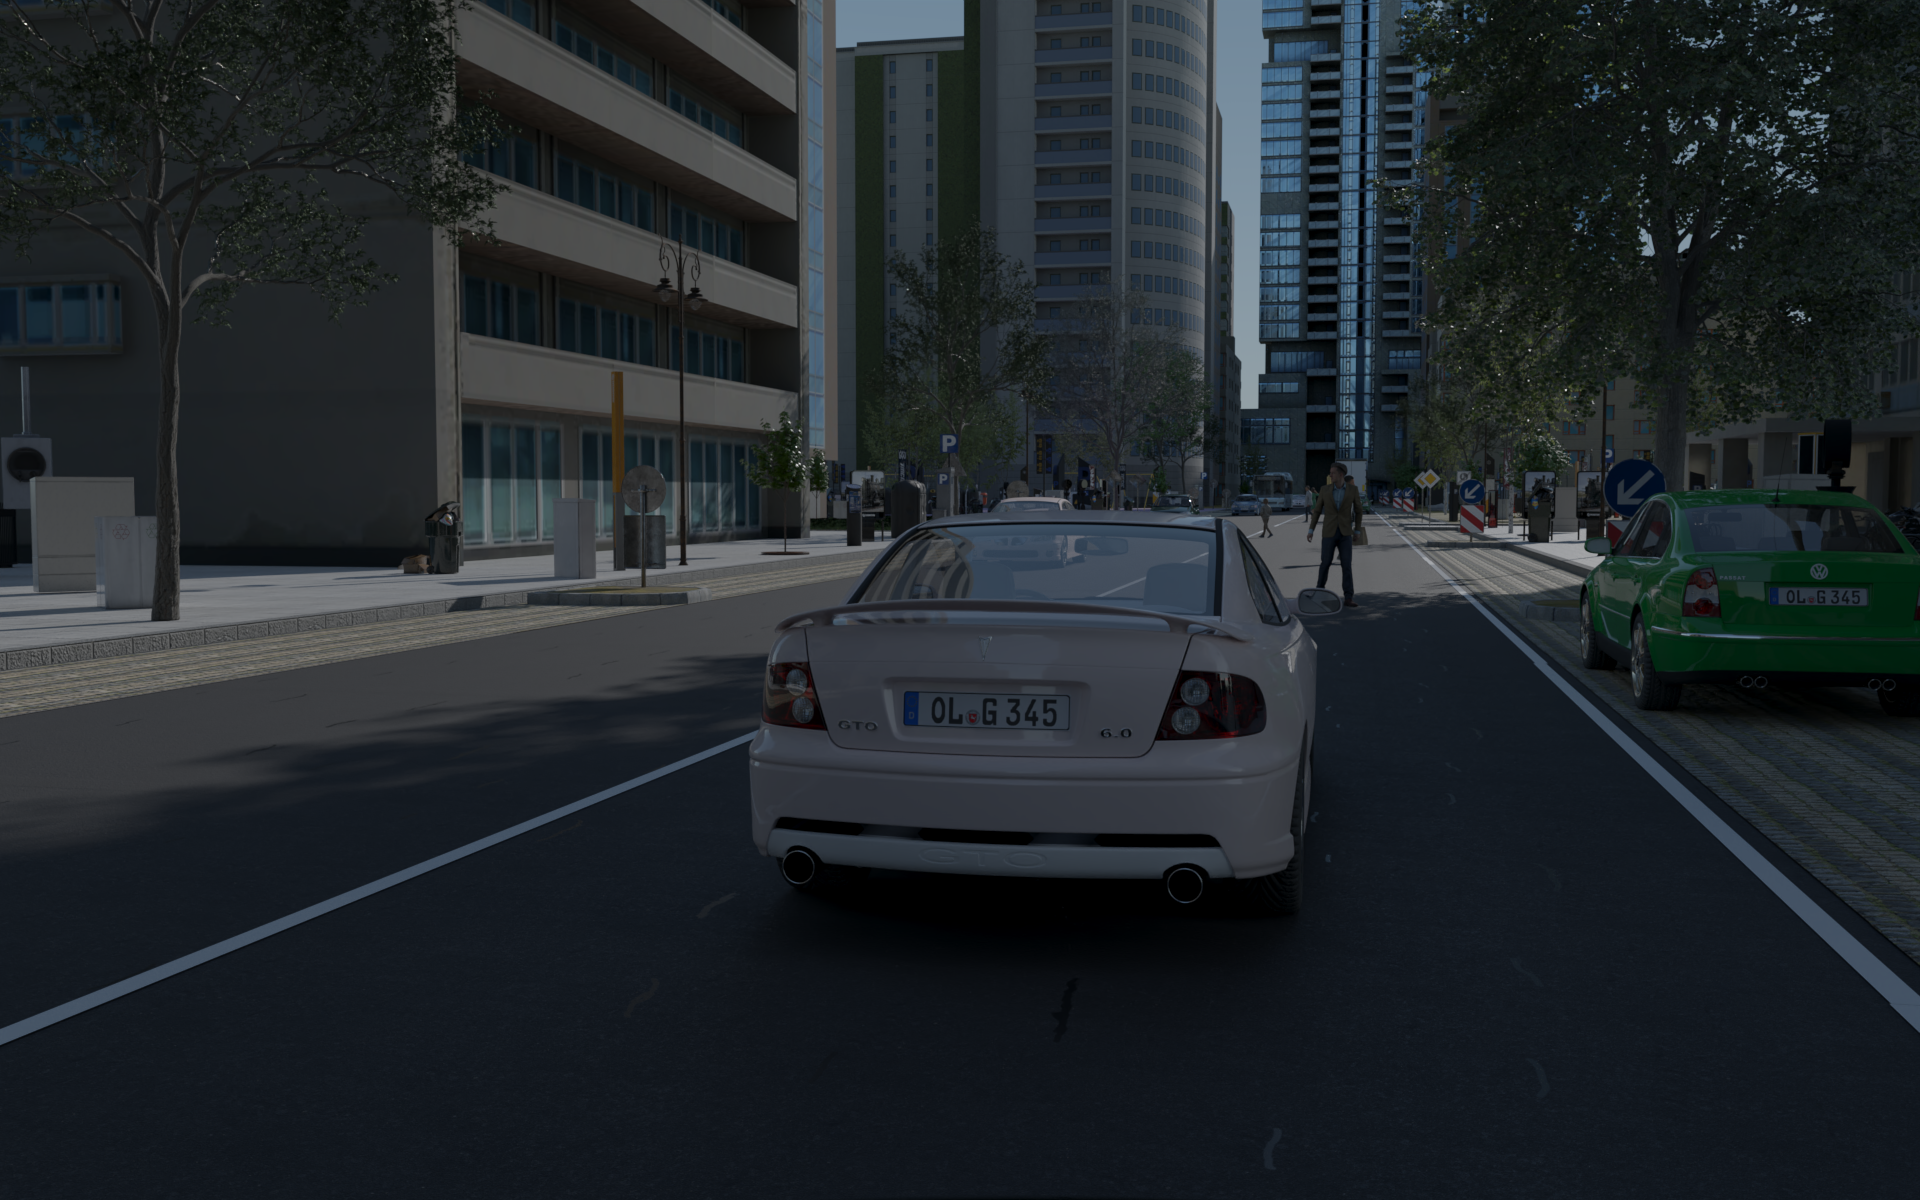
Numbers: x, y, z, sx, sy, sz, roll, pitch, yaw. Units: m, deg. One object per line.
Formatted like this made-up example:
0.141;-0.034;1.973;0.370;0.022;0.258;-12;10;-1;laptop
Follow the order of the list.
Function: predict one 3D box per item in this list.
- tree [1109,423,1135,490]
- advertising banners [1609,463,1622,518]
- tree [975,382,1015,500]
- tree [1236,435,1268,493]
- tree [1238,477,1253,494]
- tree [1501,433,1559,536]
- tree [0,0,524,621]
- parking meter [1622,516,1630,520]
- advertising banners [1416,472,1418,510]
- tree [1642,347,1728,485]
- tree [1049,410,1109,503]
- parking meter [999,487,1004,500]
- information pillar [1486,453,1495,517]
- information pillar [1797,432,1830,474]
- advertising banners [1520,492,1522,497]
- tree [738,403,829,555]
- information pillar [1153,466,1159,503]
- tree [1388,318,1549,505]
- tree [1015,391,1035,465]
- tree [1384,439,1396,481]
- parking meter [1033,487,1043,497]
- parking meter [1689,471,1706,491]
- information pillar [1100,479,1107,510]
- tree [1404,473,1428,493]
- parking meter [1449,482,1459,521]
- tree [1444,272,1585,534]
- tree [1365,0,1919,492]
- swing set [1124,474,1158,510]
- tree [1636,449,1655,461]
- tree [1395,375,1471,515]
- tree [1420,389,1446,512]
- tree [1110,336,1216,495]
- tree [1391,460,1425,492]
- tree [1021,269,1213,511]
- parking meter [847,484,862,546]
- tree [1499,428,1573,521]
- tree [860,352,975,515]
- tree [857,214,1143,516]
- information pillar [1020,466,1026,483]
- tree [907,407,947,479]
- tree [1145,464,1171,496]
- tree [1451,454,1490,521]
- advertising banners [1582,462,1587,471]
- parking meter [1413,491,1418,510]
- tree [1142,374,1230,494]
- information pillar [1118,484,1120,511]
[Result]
12.610;-12.090;148.041;4.360;8.622;3.978;0;3;0;tree
35.349;-5.929;93.128;2.074;3.025;0.090;-3;5;-40;advertising banners
0.144;-9.470;105.194;4.737;8.622;4.395;0;3;0;tree
35.550;-15.898;210.300;4.737;8.622;4.395;0;3;0;tree
33.146;-12.670;201.751;1.663;3.219;1.824;0;3;0;tree
17.588;-3.564;52.868;1.663;3.219;1.824;0;3;0;tree
-7.829;-5.083;17.521;8.767;10.594;7.601;3;5;41;tree
30.309;-4.302;78.746;0.372;1.533;0.369;0;3;0;parking meter
35.828;-8.545;135.901;0.090;3.025;2.074;1;4;19;advertising banners
35.470;-8.191;84.289;4.737;8.622;4.395;0;3;0;tree
9.111;-11.680;141.338;4.360;8.622;3.978;0;3;0;tree
3.371;-8.157;139.085;0.255;1.863;0.399;-3;5;-39;parking meter
29.778;-6.483;97.357;0.504;3.616;0.183;0;4;1;information pillar
10.265;-0.997;20.792;0.304;2.012;0.304;-1;4;-14;information pillar
37.260;-7.345;116.276;2.074;3.025;0.090;-2;4;-27;advertising banners
-3.634;-2.580;36.779;1.663;3.219;1.824;0;3;0;tree
15.950;-9.145;140.871;0.504;3.616;0.183;0;4;-4;information pillar
27.134;-9.675;92.604;8.767;10.594;7.601;1;4;17;tree
2.908;-9.976;113.475;4.737;8.622;4.395;0;3;0;tree
56.894;-16.750;224.224;4.737;8.622;4.395;0;3;0;tree
2.987;-3.545;66.376;0.372;1.533;0.369;0;3;0;parking meter
18.883;-2.364;44.364;0.399;1.863;0.255;1;4;20;parking meter
7.175;-5.021;86.587;0.304;2.012;0.304;-1;4;-13;information pillar
41.445;-9.951;157.299;1.663;3.219;1.824;0;3;0;tree
23.177;-4.621;81.270;0.399;1.863;0.255;-2;4;-29;parking meter
18.162;-6.465;56.069;4.360;8.622;3.978;0;3;0;tree
11.495;-7.392;27.522;9.857;13.997;8.962;0;3;0;tree
13.683;-8.444;135.682;3.119;2.851;2.862;2;4;33;swing set
48.016;-8.316;119.682;4.285;4.588;4.351;0;3;0;tree
29.722;-9.559;106.654;4.737;8.622;4.395;0;3;0;tree
33.956;-10.398;120.369;4.360;8.622;3.978;0;3;0;tree
13.380;-11.568;114.888;9.928;11.665;9.643;0;3;0;tree
43.225;-11.199;166.815;4.285;4.588;4.351;0;3;0;tree
8.481;-11.238;94.107;12.009;13.543;11.850;0;3;0;tree
-2.611;-2.101;42.757;0.372;1.533;0.369;0;3;0;parking meter
27.812;-6.109;83.597;4.285;4.588;4.351;0;3;0;tree
-2.518;-8.417;87.979;4.737;8.622;4.395;0;3;0;tree
0.113;-7.497;56.988;7.601;10.594;8.767;-3;4;-36;tree
5.176;-9.184;141.517;0.504;3.616;0.183;0;4;-3;information pillar
-1.881;-11.689;141.471;4.360;8.622;3.978;0;3;0;tree
12.678;-6.987;108.843;1.663;3.219;1.824;0;3;0;tree
24.381;-5.402;82.921;1.663;3.219;1.824;0;3;0;tree
33.531;-6.015;94.537;0.090;3.025;2.074;-2;4;-26;advertising banners
36.783;-8.036;139.795;0.372;1.533;0.369;0;3;0;parking meter
15.701;-11.532;122.967;7.601;10.594;8.767;1;4;17;tree
9.824;-6.331;108.001;0.304;2.012;0.304;0;4;-4;information pillar
